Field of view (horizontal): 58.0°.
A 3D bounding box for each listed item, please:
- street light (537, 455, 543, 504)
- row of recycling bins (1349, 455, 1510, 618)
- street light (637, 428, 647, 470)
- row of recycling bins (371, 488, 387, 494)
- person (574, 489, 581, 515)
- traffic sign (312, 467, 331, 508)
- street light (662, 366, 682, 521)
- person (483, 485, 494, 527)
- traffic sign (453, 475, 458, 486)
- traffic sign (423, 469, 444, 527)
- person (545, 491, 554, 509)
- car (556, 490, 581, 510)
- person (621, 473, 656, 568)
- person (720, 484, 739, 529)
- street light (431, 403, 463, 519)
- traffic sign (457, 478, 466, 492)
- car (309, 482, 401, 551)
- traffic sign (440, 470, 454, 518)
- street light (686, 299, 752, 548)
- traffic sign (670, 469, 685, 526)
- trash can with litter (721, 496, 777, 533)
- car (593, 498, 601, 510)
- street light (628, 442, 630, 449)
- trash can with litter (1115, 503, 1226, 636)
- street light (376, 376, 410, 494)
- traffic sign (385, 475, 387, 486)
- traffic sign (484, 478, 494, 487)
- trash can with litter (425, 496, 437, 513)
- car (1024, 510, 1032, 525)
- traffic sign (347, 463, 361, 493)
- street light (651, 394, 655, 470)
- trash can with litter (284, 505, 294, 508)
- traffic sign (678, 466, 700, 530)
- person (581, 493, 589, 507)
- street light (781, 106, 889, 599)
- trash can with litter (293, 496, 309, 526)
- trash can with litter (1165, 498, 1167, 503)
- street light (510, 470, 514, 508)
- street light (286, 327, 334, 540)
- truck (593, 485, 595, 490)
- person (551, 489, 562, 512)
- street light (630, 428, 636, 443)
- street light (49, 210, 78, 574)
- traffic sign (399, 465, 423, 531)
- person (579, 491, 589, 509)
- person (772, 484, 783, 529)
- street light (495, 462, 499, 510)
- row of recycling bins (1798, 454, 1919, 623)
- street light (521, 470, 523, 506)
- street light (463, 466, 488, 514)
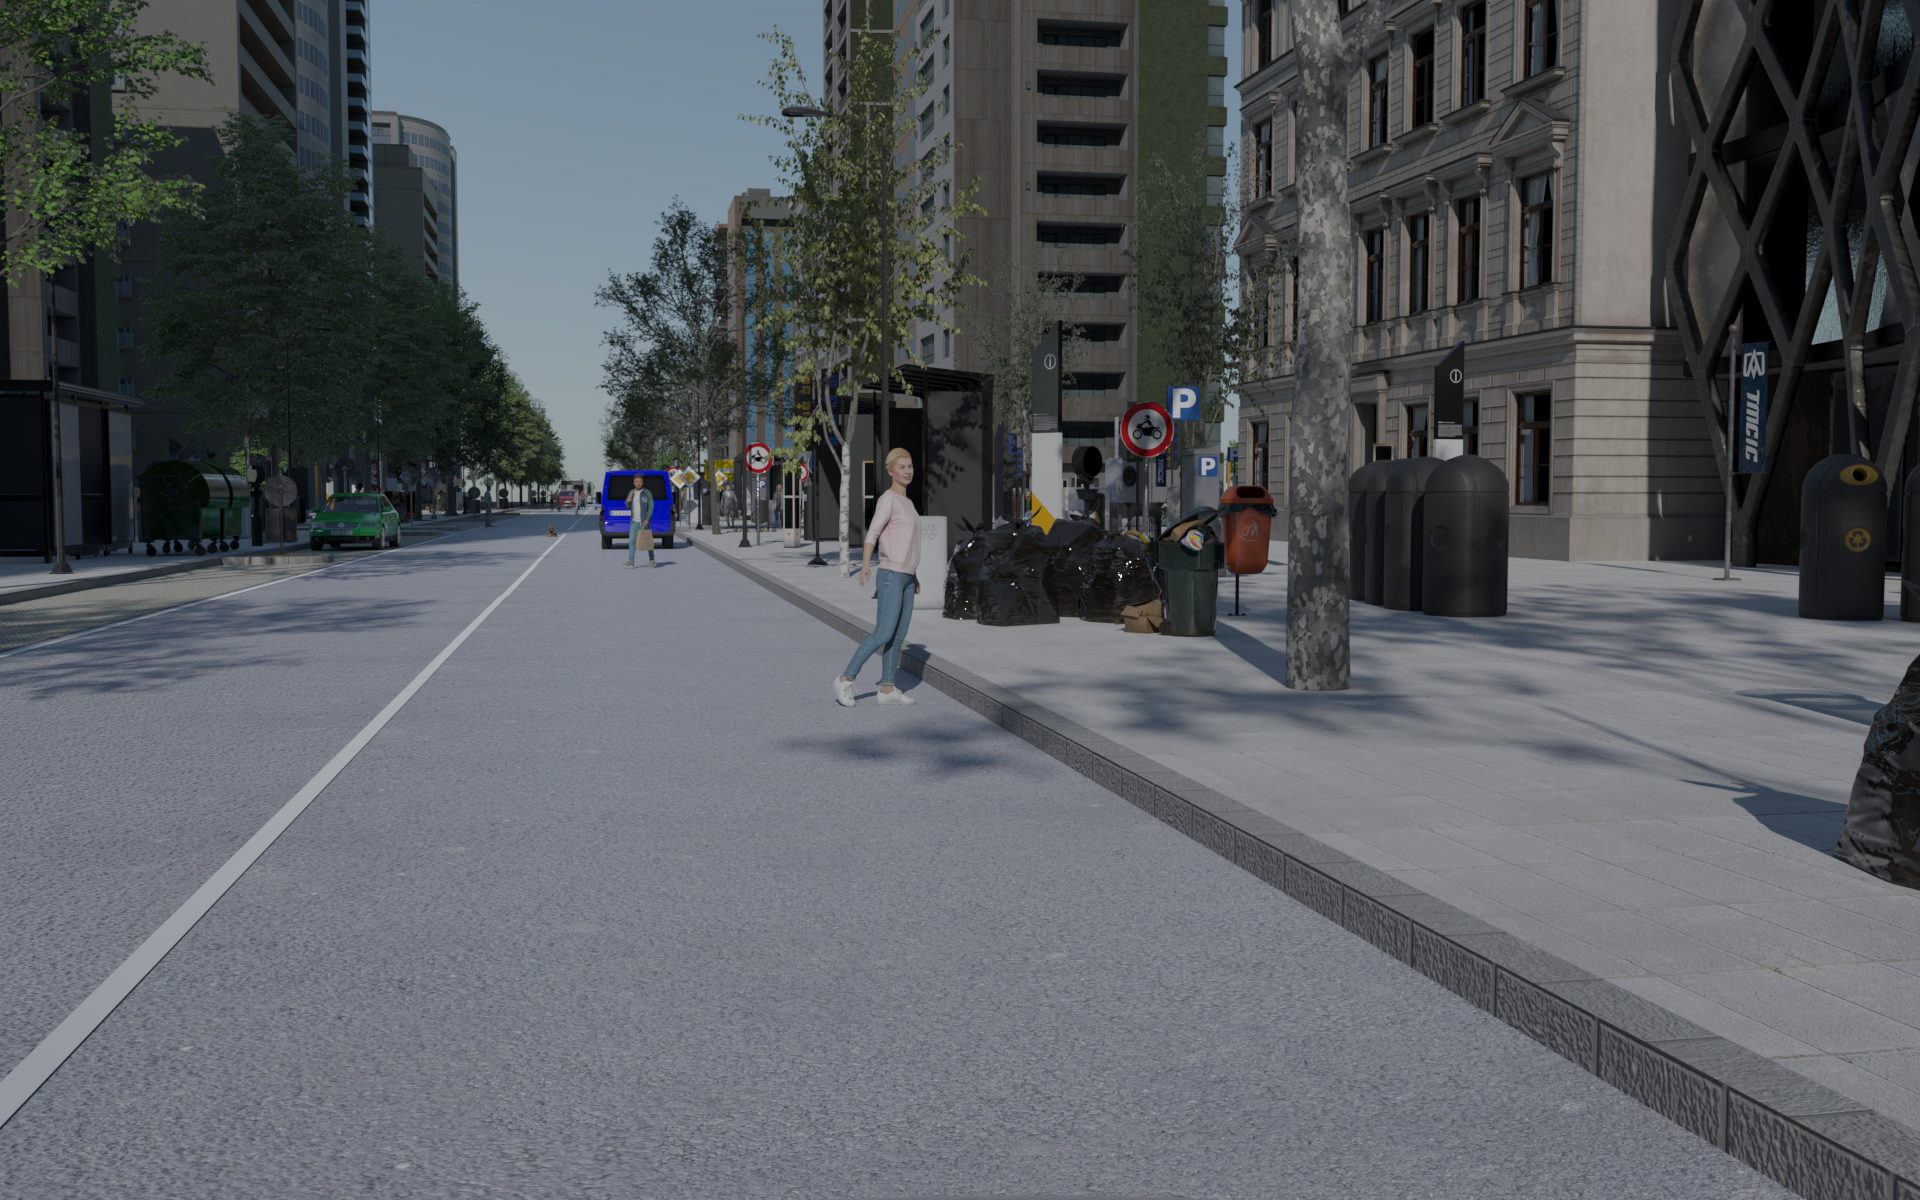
[{"bbox_3d":[-49.998,-14.146,203.832,1.470,5.913,1.316,-1,4,-12],"label":"street light"},{"bbox_3d":[5.204,-0.767,19.649,1.069,1.692,3.534,0,4,-4],"label":"row of recycling bins"},{"bbox_3d":[-17.947,-7.877,101.322,1.470,5.913,1.316,-1,4,-12],"label":"street light"},{"bbox_3d":[-41.219,-6.973,121.118,3.534,1.692,1.069,3,4,37],"label":"row of recycling bins"},{"bbox_3d":[-26.780,-6.898,121.490,0.583,1.804,0.606,-3,5,-41],"label":"person"},{"bbox_3d":[-30.567,-5.074,82.962,0.884,2.594,0.081,0,4,-4],"label":"traffic sign"},{"bbox_3d":[-9.880,-5.465,61.892,1.470,5.913,1.316,-1,4,-12],"label":"street light"},{"bbox_3d":[-20.712,-4.123,76.017,0.391,1.810,0.635,-2,4,-25],"label":"person"},{"bbox_3d":[-33.843,-7.054,115.443,0.768,2.556,0.104,-1,4,-10],"label":"traffic sign"},{"bbox_3d":[-20.641,-3.931,67.912,0.795,2.450,0.064,-1,4,-12],"label":"traffic sign"},{"bbox_3d":[-38.453,-9.410,163.076,1.217,1.735,0.721,0,4,1],"label":"person"},{"bbox_3d":[-35.433,-9.053,156.694,2.281,1.827,5.304,-1,4,-11],"label":"car"},{"bbox_3d":[-6.120,-1.516,33.278,0.794,1.824,0.713,3,5,39],"label":"person"},{"bbox_3d":[-9.028,-3.623,67.862,0.709,1.813,0.853,0,4,-8],"label":"person"},{"bbox_3d":[-26.451,-7.108,88.759,1.470,5.913,1.316,-1,4,-12],"label":"street light"},{"bbox_3d":[-40.487,-8.597,140.668,0.768,2.556,0.104,0,4,-4],"label":"traffic sign"},{"bbox_3d":[-15.714,-2.219,45.069,1.959,1.807,4.718,-1,4,-10],"label":"car"},{"bbox_3d":[-27.574,-5.688,93.097,0.768,2.556,0.104,-1,4,-10],"label":"traffic sign"},{"bbox_3d":[-5.710,-4.213,41.432,1.470,5.913,1.316,-1,4,-12],"label":"street light"},{"bbox_3d":[-11.286,-4.047,69.803,0.795,2.450,0.064,-1,4,-12],"label":"traffic sign"},{"bbox_3d":[-7.054,-2.895,58.386,2.233,1.210,1.678,-3,5,-42],"label":"trash can with litter"},{"bbox_3d":[-32.603,-9.111,158.562,1.945,1.707,3.694,-1,4,-12],"label":"car"},{"bbox_3d":[-26.406,-10.409,142.725,1.470,5.913,1.316,-1,4,-12],"label":"street light"},{"bbox_3d":[1.887,-0.270,15.808,1.055,1.170,0.624,3,5,42],"label":"trash can with litter"},{"bbox_3d":[-22.229,-5.831,67.883,1.470,5.913,1.316,-1,4,-12],"label":"street light"},{"bbox_3d":[-30.556,-5.560,93.041,0.606,2.300,0.079,-1,4,-9],"label":"traffic sign"},{"bbox_3d":[-36.771,-8.263,135.199,0.768,2.556,0.104,-1,4,-9],"label":"traffic sign"},{"bbox_3d":[-41.563,-7.616,135.907,0.624,1.170,1.055,0,4,2],"label":"trash can with litter"},{"bbox_3d":[4.804,-3.528,69.678,4.499,1.417,2.014,-1,4,-13],"label":"car"},{"bbox_3d":[-23.909,-4.153,68.002,0.768,2.556,0.104,0,4,-6],"label":"traffic sign"},{"bbox_3d":[-13.727,-6.627,80.885,1.470,5.913,1.316,-1,4,-12],"label":"street light"},{"bbox_3d":[-26.372,-3.405,67.056,1.055,1.170,0.624,0,4,2],"label":"trash can with litter"},{"bbox_3d":[-9.682,-3.568,61.981,0.795,2.450,0.064,-1,4,-12],"label":"traffic sign"},{"bbox_3d":[-41.904,-11.237,192.218,1.348,1.826,0.705,-1,4,-20],"label":"person"},{"bbox_3d":[-1.448,-2.964,21.003,1.470,5.913,1.316,-1,4,-12],"label":"street light"},{"bbox_3d":[-26.623,-3.622,70.275,1.678,1.210,2.233,2,4,29],"label":"trash can with litter"},{"bbox_3d":[7.718,-3.080,61.749,1.055,1.170,0.624,-3,5,-43],"label":"trash can with litter"},{"bbox_3d":[-37.561,-10.390,142.416,1.470,5.913,1.316,-1,4,-12],"label":"street light"},{"bbox_3d":[-18.087,-4.626,48.180,1.470,5.913,1.316,-1,4,-12],"label":"street light"},{"bbox_3d":[-63.075,-18.032,290.752,3.469,3.379,9.791,-1,4,-12],"label":"truck"},{"bbox_3d":[-32.367,-7.981,138.951,0.822,1.834,0.622,0,4,6],"label":"person"},{"bbox_3d":[-22.308,-9.153,122.195,1.470,5.913,1.316,-1,4,-12],"label":"street light"},{"bbox_3d":[-13.892,-3.376,27.738,1.470,5.913,1.316,-1,4,-12],"label":"street light"},{"bbox_3d":[-19.036,-3.452,60.090,0.795,2.450,0.064,-1,4,-12],"label":"traffic sign"},{"bbox_3d":[-35.838,-9.512,164.734,1.217,1.743,0.721,0,4,-3],"label":"person"},{"bbox_3d":[-6.769,-3.487,65.688,0.709,1.800,0.728,0,4,4],"label":"person"},{"bbox_3d":[-34.869,-9.616,129.760,1.470,5.913,1.316,-1,4,-12],"label":"street light"},{"bbox_3d":[10.185,-0.609,17.070,3.534,1.692,1.069,3,4,38],"label":"row of recycling bins"},{"bbox_3d":[-41.626,-11.645,162.944,1.470,5.913,1.316,-1,4,-12],"label":"street light"},{"bbox_3d":[-30.769,-8.364,109.298,1.470,5.913,1.316,-1,4,-12],"label":"street light"}]
